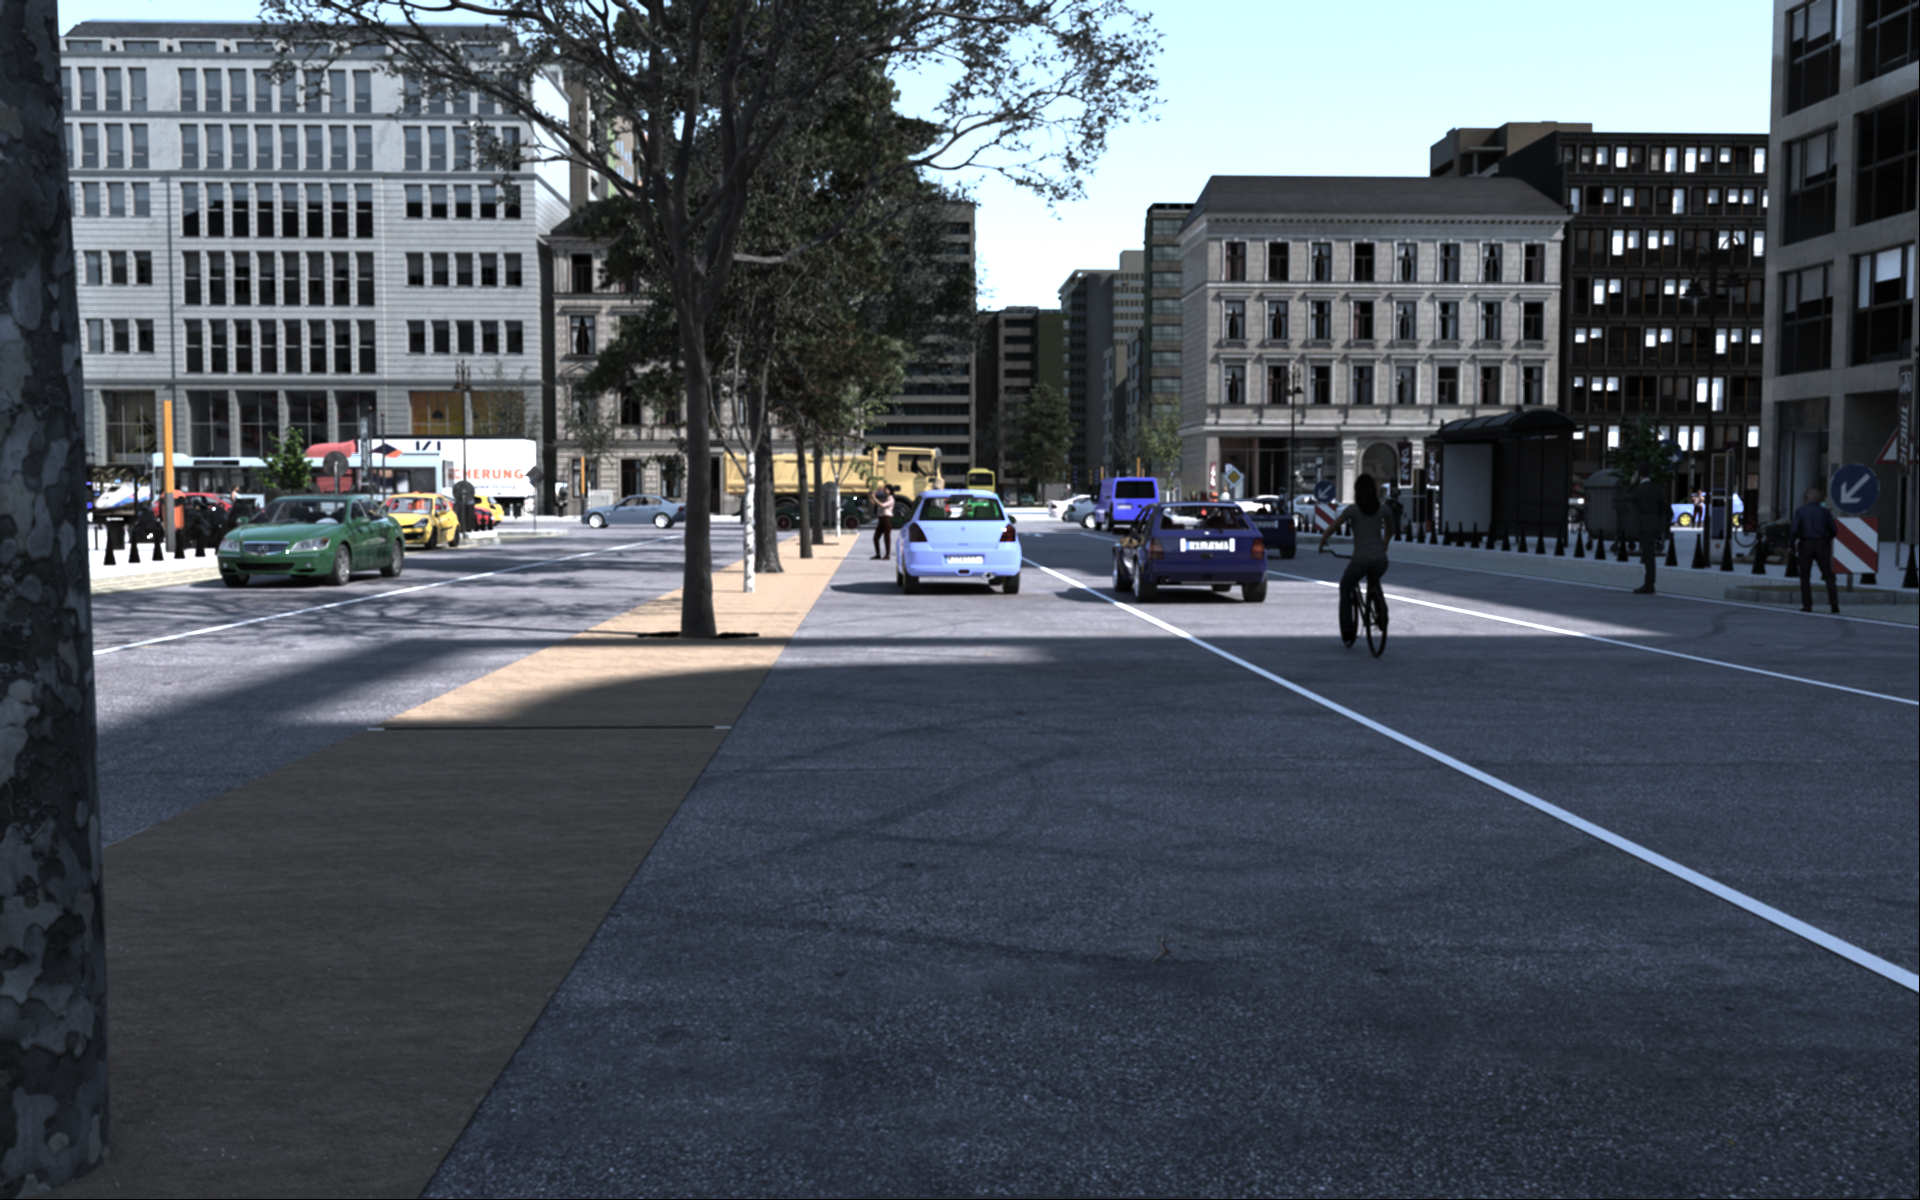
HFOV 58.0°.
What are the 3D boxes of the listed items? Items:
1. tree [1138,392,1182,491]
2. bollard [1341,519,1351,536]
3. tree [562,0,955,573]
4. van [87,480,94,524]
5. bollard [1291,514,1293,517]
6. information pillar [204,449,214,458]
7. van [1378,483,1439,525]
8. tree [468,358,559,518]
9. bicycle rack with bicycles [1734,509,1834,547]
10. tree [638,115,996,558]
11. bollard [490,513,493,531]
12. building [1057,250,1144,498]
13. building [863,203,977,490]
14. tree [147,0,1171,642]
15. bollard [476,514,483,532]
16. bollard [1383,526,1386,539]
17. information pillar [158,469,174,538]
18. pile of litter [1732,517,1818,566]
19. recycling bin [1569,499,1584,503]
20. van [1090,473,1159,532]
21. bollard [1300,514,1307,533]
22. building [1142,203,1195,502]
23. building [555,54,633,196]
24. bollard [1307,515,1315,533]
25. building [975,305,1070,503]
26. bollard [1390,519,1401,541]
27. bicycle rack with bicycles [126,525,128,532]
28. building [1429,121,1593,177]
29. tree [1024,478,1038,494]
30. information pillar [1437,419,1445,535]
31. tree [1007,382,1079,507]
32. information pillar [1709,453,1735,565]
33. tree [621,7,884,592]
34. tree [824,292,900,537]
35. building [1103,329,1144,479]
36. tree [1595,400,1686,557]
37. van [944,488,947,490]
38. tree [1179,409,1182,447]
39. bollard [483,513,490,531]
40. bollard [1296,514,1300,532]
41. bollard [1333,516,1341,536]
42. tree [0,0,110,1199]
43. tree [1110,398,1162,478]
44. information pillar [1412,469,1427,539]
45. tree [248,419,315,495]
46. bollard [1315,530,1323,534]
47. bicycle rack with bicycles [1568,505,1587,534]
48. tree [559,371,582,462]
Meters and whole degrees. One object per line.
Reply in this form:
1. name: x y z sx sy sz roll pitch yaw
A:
1. tree: 14.846 -10.575 123.267 4.737 8.622 4.395 0 3 0
2. bollard: 11.780 -2.236 52.600 0.229 0.601 0.229 0 3 0
3. tree: -3.597 -6.519 31.090 6.751 12.117 7.091 0 3 0
4. van: -43.077 -4.822 83.228 5.245 2.365 2.240 0 4 -1
5. bollard: 11.476 -2.677 59.806 0.229 0.601 0.229 0 3 0
6. information pillar: -39.325 -6.082 90.794 0.504 3.616 0.183 -1 4 -9
7. van: 18.188 -3.653 66.741 4.112 2.044 2.013 0 4 -2
8. tree: -24.250 -8.734 93.163 4.360 8.622 3.978 0 3 0
9. bicycle rack with bicycles: 20.416 -1.701 41.193 2.852 0.926 2.925 -2 4 -27
10. tree: -3.397 -6.211 38.414 8.767 10.594 7.601 0 4 -2
11. bollard: -16.570 -2.753 61.055 0.229 0.601 0.229 0 3 0
12. building: 28.610 -35.864 278.260 23.993 40.220 32.217 0 4 -2
13. building: -8.596 -39.580 270.838 21.600 48.544 21.300 0 4 -2
14. tree: -2.568 -6.353 16.701 12.009 13.543 11.850 0 3 0
15. bollard: -16.483 -2.627 58.996 0.229 0.601 0.229 0 3 0
16. bollard: 11.952 -1.984 48.473 0.229 0.601 0.229 0 3 0
17. information pillar: -23.356 -2.846 51.017 0.304 2.012 0.304 2 4 34
18. pile of litter: 14.839 -1.082 31.650 1.176 0.858 1.719 -1 4 -16
19. recycling bin: 34.301 -5.142 96.618 0.722 1.027 0.722 3 5 40
20. van: 6.363 -3.822 66.872 2.240 2.365 5.245 0 4 -3
21. bollard: 11.563 -2.551 57.755 0.229 0.601 0.229 0 3 0
22. building: 25.167 -24.601 173.926 14.160 30.474 14.107 0 4 -2
23. building: -40.875 -32.086 174.713 14.600 45.320 14.200 0 4 -2
24. bollard: 11.605 -2.489 56.729 0.229 0.601 0.229 0 3 0
25. building: 9.457 -30.401 268.753 14.107 30.474 14.160 0 4 -2
26. bollard: 11.998 -1.921 47.443 0.229 0.601 0.229 0 3 0
27. bicycle rack with bicycles: -25.879 -2.557 55.188 2.852 0.926 2.925 -1 4 -21
28. building: 64.300 -33.904 204.441 14.200 45.320 14.600 0 4 -2
29. tree: 7.497 -11.528 183.089 1.663 3.219 1.824 0 3 0
30. information pillar: 15.198 -3.853 54.349 0.183 3.616 0.504 3 5 44
31. tree: 8.037 -14.987 167.093 6.751 12.117 7.091 0 3 0
32. information pillar: 13.829 -1.648 31.443 0.304 2.012 0.304 -3 5 -45
33. tree: -3.087 -4.421 25.104 4.360 8.622 3.978 0 3 0
34. tree: -3.987 -6.360 56.809 4.737 8.622 4.395 0 3 0
35. building: 31.807 -21.487 196.344 27.650 21.520 28.899 0 4 -2
36. tree: 14.127 -2.518 35.773 1.663 3.219 1.824 0 3 0
37. van: -2.261 -10.379 174.075 2.240 2.365 5.245 0 4 -4
38. tree: 17.023 -10.238 117.754 4.360 8.622 3.978 0 3 0
39. bollard: -16.529 -2.690 60.028 0.229 0.601 0.229 0 3 0
40. bollard: 11.521 -2.614 58.781 0.229 0.601 0.229 0 3 0
41. bollard: 11.739 -2.299 53.631 0.229 0.601 0.229 0 3 0
42. tree: -3.276 -8.899 3.846 12.611 20.169 13.585 0 3 0
43. tree: 13.650 -11.155 132.742 4.360 8.622 3.978 0 3 0
44. information pillar: 13.276 -2.786 50.037 0.304 2.012 0.304 -1 4 -16
45. tree: -17.402 -3.092 45.161 1.663 3.219 1.824 0 3 0
46. bollard: 11.648 -2.425 55.695 0.229 0.601 0.229 0 3 0
47. bicycle rack with bicycles: 20.584 -2.577 55.509 2.852 0.926 2.925 2 4 28
48. tree: -20.914 -9.054 98.401 4.360 8.622 3.978 0 3 0
